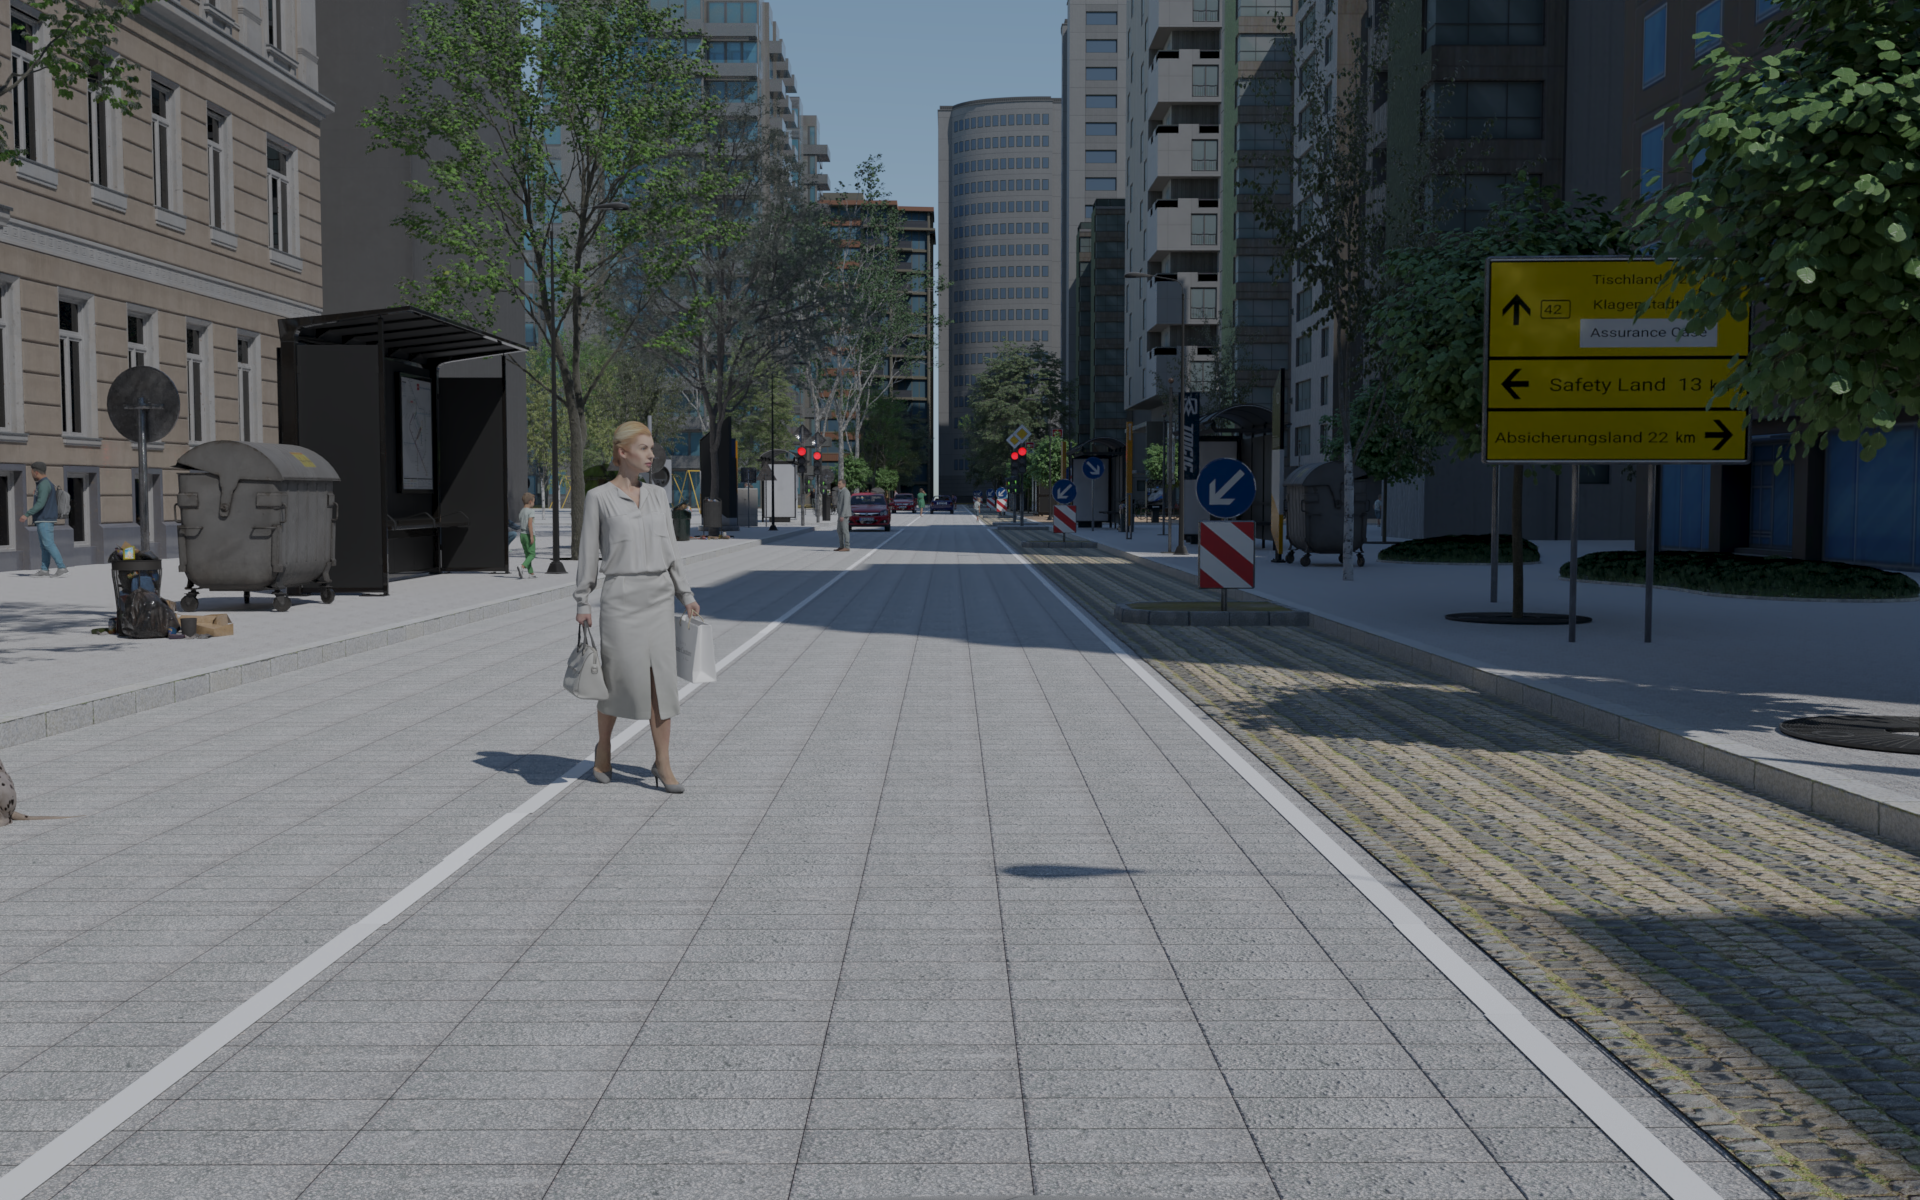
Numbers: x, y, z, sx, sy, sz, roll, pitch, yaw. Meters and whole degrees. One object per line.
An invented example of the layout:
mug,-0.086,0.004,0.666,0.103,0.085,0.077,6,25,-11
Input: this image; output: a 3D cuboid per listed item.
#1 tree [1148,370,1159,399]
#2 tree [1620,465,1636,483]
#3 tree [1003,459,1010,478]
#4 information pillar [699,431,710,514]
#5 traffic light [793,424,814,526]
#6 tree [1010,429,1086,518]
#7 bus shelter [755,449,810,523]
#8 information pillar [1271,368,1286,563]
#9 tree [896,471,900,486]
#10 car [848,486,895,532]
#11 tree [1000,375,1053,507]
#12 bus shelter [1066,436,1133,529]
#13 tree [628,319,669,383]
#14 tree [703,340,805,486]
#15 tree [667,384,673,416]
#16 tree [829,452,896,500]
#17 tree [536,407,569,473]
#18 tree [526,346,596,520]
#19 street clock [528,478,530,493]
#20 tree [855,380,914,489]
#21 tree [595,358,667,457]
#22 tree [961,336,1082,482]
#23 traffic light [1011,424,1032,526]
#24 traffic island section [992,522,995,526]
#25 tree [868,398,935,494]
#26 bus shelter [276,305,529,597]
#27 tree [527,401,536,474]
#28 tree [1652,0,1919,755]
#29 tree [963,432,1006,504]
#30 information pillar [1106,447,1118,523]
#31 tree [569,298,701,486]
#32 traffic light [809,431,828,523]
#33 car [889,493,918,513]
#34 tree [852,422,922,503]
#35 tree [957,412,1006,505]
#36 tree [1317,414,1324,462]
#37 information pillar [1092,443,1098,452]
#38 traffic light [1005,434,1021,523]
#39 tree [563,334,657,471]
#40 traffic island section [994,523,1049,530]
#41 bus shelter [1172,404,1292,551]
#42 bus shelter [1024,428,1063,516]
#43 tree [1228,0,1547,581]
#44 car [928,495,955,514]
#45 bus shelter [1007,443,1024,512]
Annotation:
tree,9.708,-7.114,66.681,4.360,8.622,3.978,0,3,0
tree,17.759,-5.738,44.180,4.360,8.622,3.978,0,3,0
tree,4.501,-7.931,113.379,4.285,4.588,4.351,0,3,0
information pillar,-9.038,-4.313,61.864,0.504,3.616,0.183,-1,4,-17
traffic light,-6.294,-4.923,69.414,0.839,4.253,0.868,0,4,0
tree,5.356,-6.770,94.411,4.285,4.588,4.351,0,3,0
bus shelter,-8.182,-5.287,80.366,2.014,3.302,5.546,0,4,0
information pillar,5.952,-2.511,32.406,0.183,3.616,0.504,0,4,-7
tree,-8.371,-12.907,194.742,4.285,4.588,4.351,0,3,0
car,-3.596,-3.578,67.534,2.155,1.783,4.494,0,4,-2
tree,4.968,-16.944,187.403,12.009,13.543,11.850,0,3,0
bus shelter,5.046,-4.257,63.522,2.014,3.302,5.546,0,4,0
tree,-22.314,-17.599,143.635,12.611,20.169,13.585,0,3,0
tree,-15.068,-12.753,126.637,7.486,12.596,7.792,0,3,0
tree,-18.347,-9.071,98.675,4.737,8.622,4.395,0,3,0
tree,-8.039,-8.936,129.810,4.285,4.588,4.351,0,3,0
tree,-29.044,-11.071,131.374,4.360,8.622,3.978,0,3,0
tree,-20.535,-8.247,85.203,4.737,8.622,4.395,0,3,0
street clock,-19.508,-4.480,77.810,0.358,2.002,0.471,1,4,12
tree,-8.104,-14.307,159.678,9.928,11.665,9.643,0,3,0
tree,-18.646,-8.672,92.157,4.737,8.622,4.395,0,3,0
tree,4.987,-14.298,140.421,9.857,13.997,8.962,0,3,0
traffic light,2.467,-4.927,69.478,0.839,4.253,0.868,0,4,0
traffic island section,2.463,-3.382,77.577,2.009,0.180,2.903,0,4,0
tree,-8.106,-19.715,229.001,9.857,13.997,8.962,0,3,0
bus shelter,-7.727,-2.045,24.718,1.731,3.624,6.357,0,4,0
tree,-34.213,-11.343,135.824,4.360,8.622,3.978,0,3,0
tree,5.040,-1.548,9.023,4.285,4.588,4.351,0,3,0
tree,4.935,-18.523,219.852,9.611,12.733,9.660,0,3,0
information pillar,6.810,-5.266,77.449,0.504,3.616,0.183,-1,4,-10
tree,-11.765,-6.907,63.298,4.360,8.622,3.978,0,3,0
traffic light,-6.338,-5.412,77.399,0.839,4.253,0.868,0,4,0
car,-4.193,-7.393,129.915,2.155,1.783,4.494,0,4,1
tree,-8.535,-16.681,207.143,8.767,10.594,7.601,-2,4,-27
tree,3.840,-16.694,198.696,9.928,11.665,9.643,0,3,0
tree,5.771,-2.070,17.555,4.285,4.588,4.351,0,3,0
information pillar,6.250,-5.431,80.153,0.183,3.616,0.504,3,4,36
traffic light,2.423,-5.415,77.463,0.839,4.253,0.868,0,4,0
tree,-24.953,-12.512,122.694,7.486,12.596,7.792,0,3,0
traffic island section,2.507,-2.894,69.592,2.009,0.180,2.903,0,4,0
bus shelter,6.440,-2.922,41.692,2.014,3.302,5.546,0,4,0
bus shelter,5.232,-7.688,103.323,2.179,5.291,8.768,0,4,0
tree,5.939,-4.584,25.309,4.360,8.622,3.978,0,3,0
car,-1.318,-6.925,125.799,1.945,1.354,3.894,0,4,-1
bus shelter,4.656,-9.348,130.476,2.179,5.291,8.768,0,4,0
